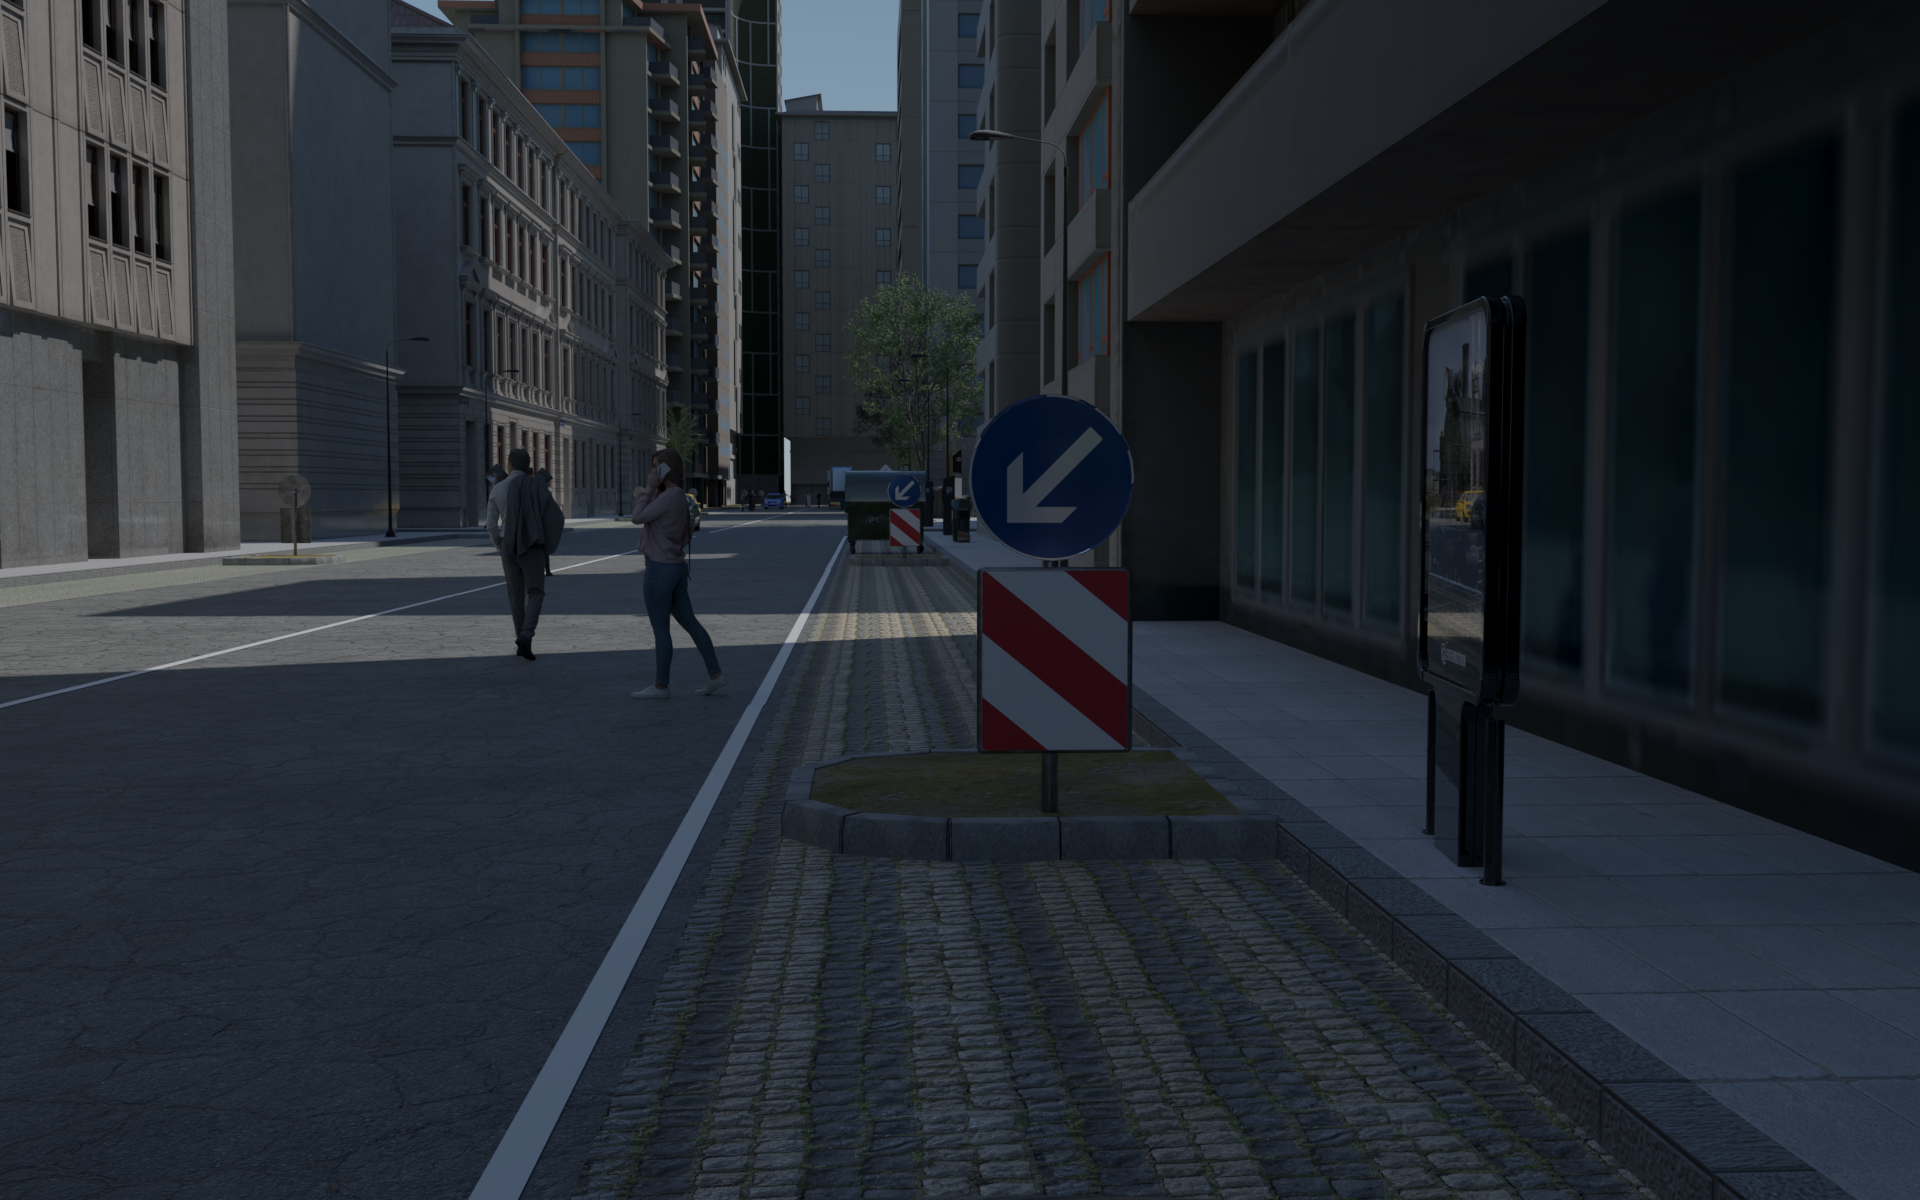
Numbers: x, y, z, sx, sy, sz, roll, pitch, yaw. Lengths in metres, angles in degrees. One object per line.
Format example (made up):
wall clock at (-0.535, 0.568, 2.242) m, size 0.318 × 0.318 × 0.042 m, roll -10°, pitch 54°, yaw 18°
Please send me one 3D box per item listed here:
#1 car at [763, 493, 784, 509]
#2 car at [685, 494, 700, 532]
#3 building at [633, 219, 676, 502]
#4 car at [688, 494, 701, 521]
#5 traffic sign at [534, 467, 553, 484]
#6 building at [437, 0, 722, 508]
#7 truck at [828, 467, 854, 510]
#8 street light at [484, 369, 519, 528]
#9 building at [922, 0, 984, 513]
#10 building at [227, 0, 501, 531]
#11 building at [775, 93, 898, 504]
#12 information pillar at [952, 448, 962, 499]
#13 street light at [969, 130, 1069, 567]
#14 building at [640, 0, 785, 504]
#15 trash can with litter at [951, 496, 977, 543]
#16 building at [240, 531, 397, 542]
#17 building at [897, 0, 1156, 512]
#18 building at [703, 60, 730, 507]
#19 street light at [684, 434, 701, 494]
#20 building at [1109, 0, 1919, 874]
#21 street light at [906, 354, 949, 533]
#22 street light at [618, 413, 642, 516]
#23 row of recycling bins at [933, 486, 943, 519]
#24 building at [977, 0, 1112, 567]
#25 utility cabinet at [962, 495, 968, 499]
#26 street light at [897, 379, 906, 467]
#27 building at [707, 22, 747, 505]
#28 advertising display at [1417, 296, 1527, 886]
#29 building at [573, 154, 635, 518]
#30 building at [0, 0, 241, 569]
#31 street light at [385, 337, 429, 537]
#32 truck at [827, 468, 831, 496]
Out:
car at (-17.726, -9.504, 164.983) m, size 1.945 × 1.707 × 3.694 m, roll 0°, pitch 4°, yaw -1°
car at (-10.992, -3.340, 66.412) m, size 2.131 × 1.459 × 4.920 m, roll 0°, pitch 4°, yaw -4°
building at (-26.085, -17.160, 116.724) m, size 11.583 × 22.565 × 21.152 m, roll 0°, pitch 4°, yaw -3°
car at (-13.366, -4.429, 82.634) m, size 2.015 × 1.641 × 3.980 m, roll 0°, pitch 4°, yaw -3°
traffic sign at (-15.612, -3.740, 64.795) m, size 0.795 × 2.450 × 0.064 m, roll 0°, pitch 4°, yaw -3°
building at (-33.000, -30.499, 153.289) m, size 22.147 × 44.769 × 28.867 m, roll 0°, pitch 4°, yaw -3°
truck at (-11.253, -10.769, 165.824) m, size 2.967 × 4.110 × 18.799 m, roll 0°, pitch 4°, yaw -4°
street light at (-17.085, -5.627, 64.535) m, size 1.470 × 5.913 × 1.316 m, roll 0°, pitch 4°, yaw -3°
building at (7.871, -35.279, 118.807) m, size 21.231 × 58.520 × 28.212 m, roll 0°, pitch 4°, yaw -3°
building at (-24.276, -14.545, 73.974) m, size 11.583 × 22.565 × 21.152 m, roll 0°, pitch 4°, yaw -3°
building at (-10.573, -39.621, 237.045) m, size 27.495 × 52.752 × 28.713 m, roll 0°, pitch 4°, yaw -3°
information pillar at (-0.139, -5.967, 88.919) m, size 0.504 × 3.616 × 0.183 m, roll 0°, pitch 4°, yaw -6°
street light at (0.814, -3.044, 22.313) m, size 1.470 × 5.913 × 1.316 m, roll 0°, pitch 4°, yaw -3°
building at (-34.380, -48.500, 231.231) m, size 20.611 × 71.187 × 20.563 m, roll 0°, pitch 4°, yaw -3°
trash can with litter at (0.113, -2.125, 46.132) m, size 0.624 × 1.170 × 1.055 m, roll -1°, pitch 4°, yaw -10°
building at (-27.860, -13.108, 50.475) m, size 21.152 × 22.565 × 11.583 m, roll 0°, pitch 4°, yaw -3°
building at (5.133, -32.674, 157.916) m, size 21.300 × 48.544 × 21.600 m, roll 0°, pitch 4°, yaw -3°
building at (-30.933, -32.129, 175.427) m, size 14.600 × 45.320 × 14.200 m, roll 0°, pitch 4°, yaw -3°
street light at (-20.773, -9.885, 134.167) m, size 1.470 × 5.913 × 1.316 m, roll 0°, pitch 4°, yaw -3°
building at (12.767, -23.439, 6.926) m, size 21.300 × 48.544 × 21.600 m, roll 0°, pitch 4°, yaw -3°
street light at (-0.953, -5.197, 57.504) m, size 1.470 × 5.913 × 1.316 m, roll 0°, pitch 4°, yaw -3°
street light at (-18.923, -7.752, 99.293) m, size 1.470 × 5.913 × 1.316 m, roll 0°, pitch 4°, yaw -3°
row of recycling bins at (-0.962, -5.139, 91.133) m, size 1.069 × 1.692 × 3.534 m, roll -2°, pitch 4°, yaw -26°
building at (15.103, -11.992, 41.108) m, size 27.650 × 21.520 × 28.899 m, roll 0°, pitch 4°, yaw -3°
utility cabinet at (-0.008, -5.504, 101.147) m, size 1.020 × 1.237 × 0.306 m, roll -1°, pitch 4°, yaw -19°
street light at (-1.818, -5.955, 69.903) m, size 1.470 × 5.913 × 1.316 m, roll 0°, pitch 4°, yaw -3°
building at (-39.209, -37.359, 200.066) m, size 27.495 × 52.752 × 28.713 m, roll 0°, pitch 4°, yaw -3°
advertising display at (1.773, -0.053, 6.073) m, size 0.123 × 1.923 × 0.974 m, roll 0°, pitch 4°, yaw 3°
building at (-25.399, -15.835, 95.056) m, size 11.583 × 22.565 × 21.152 m, roll 0°, pitch 4°, yaw -3°
building at (-22.042, -12.899, 28.918) m, size 12.078 × 24.808 × 19.932 m, roll 0°, pitch 4°, yaw -3°
street light at (-16.368, -4.815, 51.267) m, size 1.470 × 5.913 × 1.316 m, roll 0°, pitch 4°, yaw -3°
truck at (-13.303, -12.415, 191.896) m, size 2.839 × 4.237 × 11.283 m, roll 0°, pitch 4°, yaw -3°
